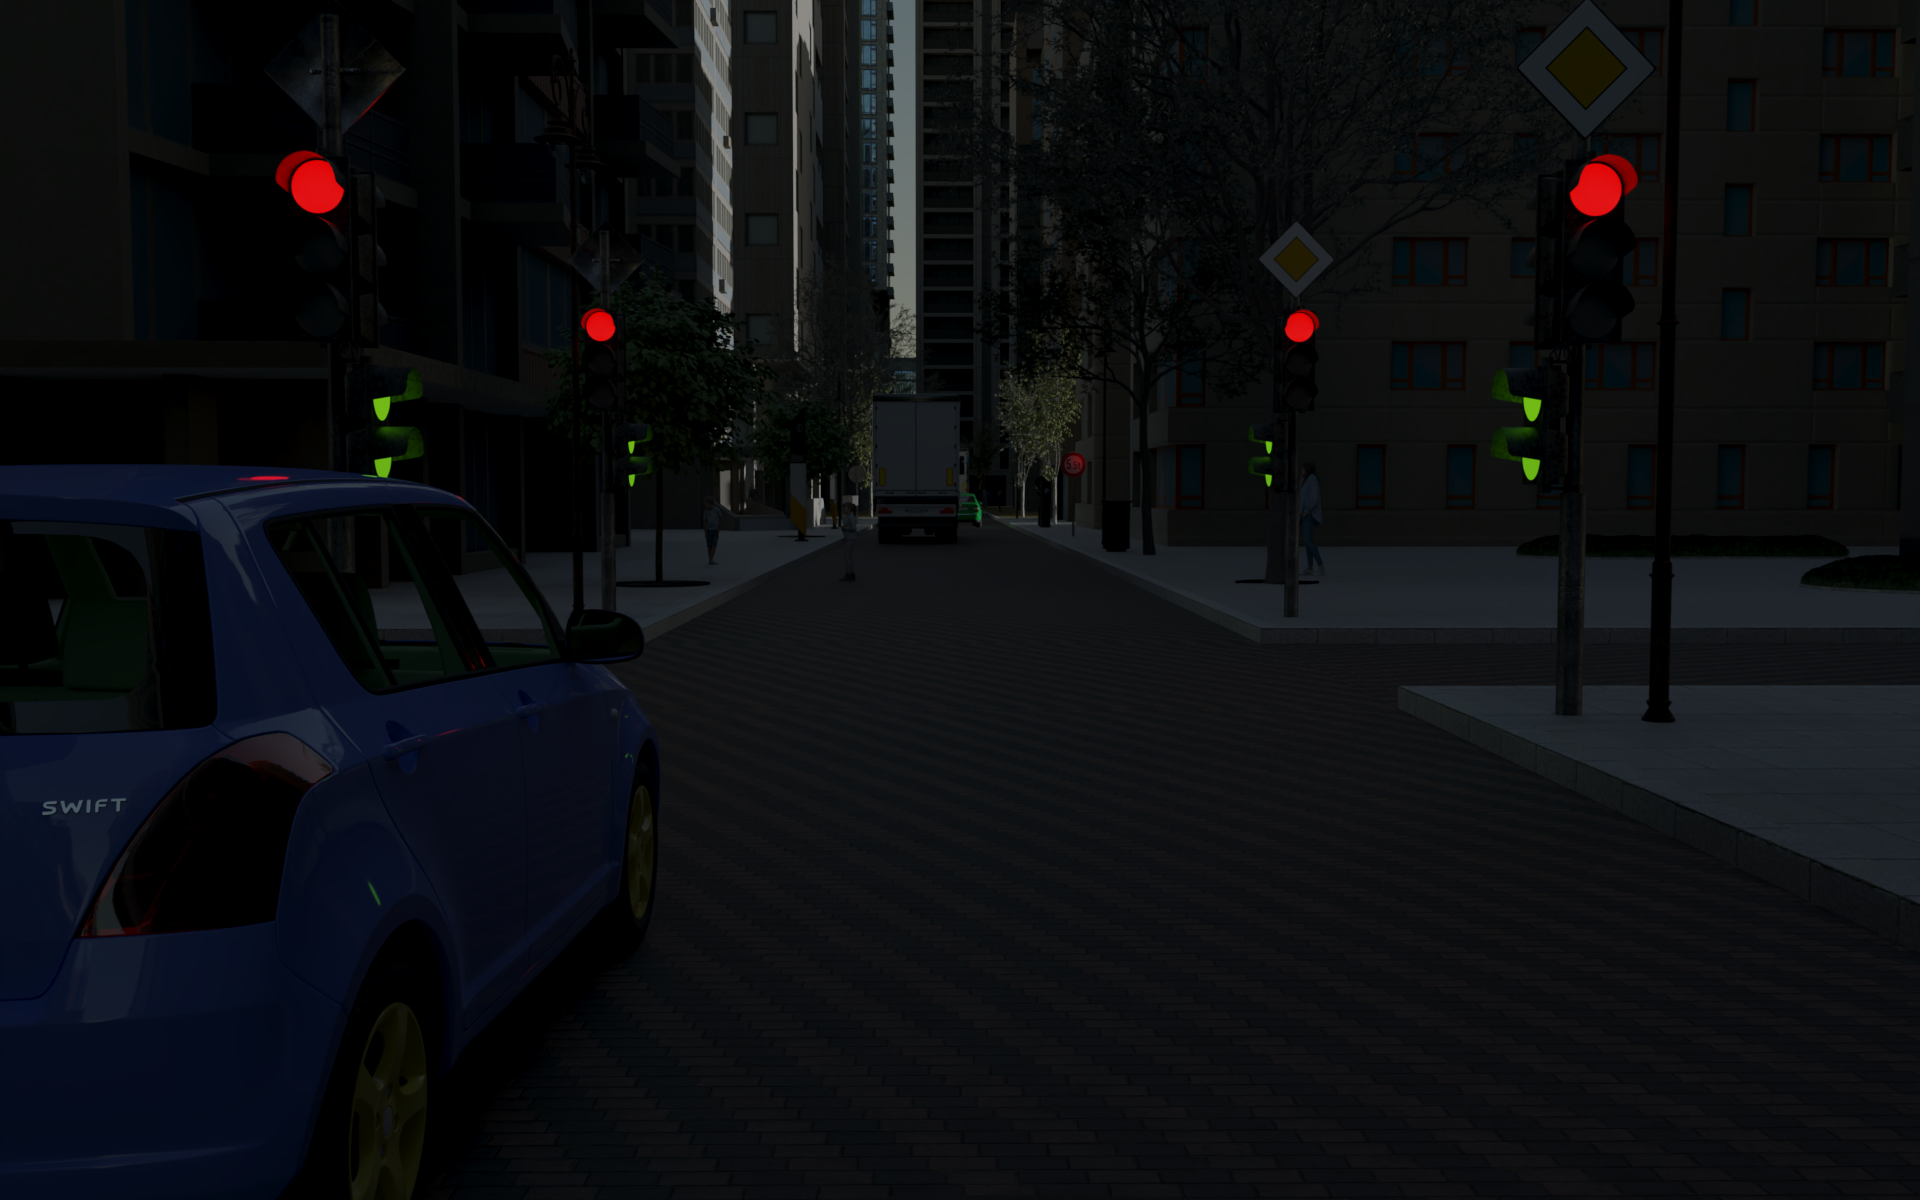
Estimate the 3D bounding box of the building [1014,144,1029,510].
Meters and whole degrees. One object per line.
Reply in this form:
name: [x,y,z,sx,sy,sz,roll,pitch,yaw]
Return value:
building: [11.541,-22.896,146.047,14.160,30.474,14.107,0,4,-1]

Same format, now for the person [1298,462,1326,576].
person: [5.535,-1.284,27.295,0.793,1.790,0.793,-2,4,-29]

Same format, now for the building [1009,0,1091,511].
building: [11.732,-31.169,159.724,14.600,45.320,14.200,0,4,-1]

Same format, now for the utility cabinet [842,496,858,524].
utility cabinet: [-4.743,-3.887,74.712,0.306,1.237,1.020,-2,4,-28]

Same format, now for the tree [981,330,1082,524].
tree: [3.846,-7.586,74.397,4.737,8.622,4.395,0,3,0]

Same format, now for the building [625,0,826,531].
building: [-21.863,-22.945,67.032,32.217,40.220,23.993,0,4,-1]

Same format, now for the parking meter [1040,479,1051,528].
parking meter: [3.277,-3.709,66.359,0.399,1.863,0.255,-2,4,-23]

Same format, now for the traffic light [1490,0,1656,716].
traffic light: [3.527,-1.288,9.975,0.839,4.253,0.868,0,4,-1]

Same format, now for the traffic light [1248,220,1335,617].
traffic light: [3.436,-1.776,17.959,0.839,4.253,0.868,0,4,-1]

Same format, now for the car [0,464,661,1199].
car: [-1.843,0.318,4.396,1.945,1.707,3.694,0,4,0]

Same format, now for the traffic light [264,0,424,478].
traffic light: [-3.534,-1.282,9.879,0.839,4.253,0.868,0,4,-1]

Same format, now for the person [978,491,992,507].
person: [2.409,-9.741,165.396,1.350,1.814,0.705,1,4,12]

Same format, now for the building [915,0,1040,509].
building: [5.594,-45.838,187.710,20.611,71.187,20.563,0,4,-1]

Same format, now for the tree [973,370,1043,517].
tree: [3.721,-8.956,96.801,4.360,8.622,3.978,0,3,0]

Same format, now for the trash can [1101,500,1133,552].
trash can: [3.485,-1.646,38.568,0.748,1.137,0.748,0,3,0]

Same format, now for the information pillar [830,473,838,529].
information pillar: [-4.647,-4.421,63.633,0.183,3.616,0.504,-2,4,-24]

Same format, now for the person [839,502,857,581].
person: [-1.845,-0.965,28.550,0.394,1.301,0.425,-2,4,-35]

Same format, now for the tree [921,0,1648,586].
tree: [4.522,-6.985,24.572,12.009,13.543,11.850,0,3,0]

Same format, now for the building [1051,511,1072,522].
building: [11.449,-26.617,85.303,14.600,45.320,14.200,0,4,-1]

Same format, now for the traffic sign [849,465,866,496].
traffic sign: [-4.567,-4.694,76.847,0.768,2.556,0.104,0,4,2]

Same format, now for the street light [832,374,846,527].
street light: [-4.660,-5.760,66.969,0.468,5.910,1.993,0,4,-1]

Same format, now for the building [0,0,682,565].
building: [-17.568,-23.116,32.573,22.147,44.769,28.867,0,4,-1]

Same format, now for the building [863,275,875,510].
building: [-22.453,-18.858,153.368,28.899,21.520,27.650,0,4,-1]

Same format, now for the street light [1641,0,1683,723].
street light: [3.950,-2.252,9.615,0.468,5.910,1.993,0,4,-1]

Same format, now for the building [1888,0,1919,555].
building: [30.105,-24.872,30.366,21.600,48.544,21.300,0,4,-1]

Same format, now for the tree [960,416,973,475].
tree: [2.068,-12.537,155.348,4.360,8.622,3.978,0,3,0]

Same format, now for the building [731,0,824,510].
building: [-22.582,-31.625,106.312,28.713,52.752,27.495,0,4,-1]

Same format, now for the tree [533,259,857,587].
tree: [-4.198,-2.481,24.275,4.285,4.588,4.351,0,3,0]

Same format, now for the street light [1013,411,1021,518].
street light: [3.028,-7.276,91.744,0.468,5.910,1.993,0,4,-1]

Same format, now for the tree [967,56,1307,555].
tree: [3.640,-6.222,36.138,7.601,10.594,8.767,0,4,-5]

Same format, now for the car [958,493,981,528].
car: [-0.029,-4.049,75.004,1.959,1.807,4.718,0,4,-2]

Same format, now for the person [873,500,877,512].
person: [-6.266,-7.331,126.726,0.721,1.723,1.217,1,4,20]

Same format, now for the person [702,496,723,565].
person: [-4.505,-1.274,31.564,0.332,1.250,0.352,2,4,32]

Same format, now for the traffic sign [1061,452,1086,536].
traffic sign: [3.434,-3.200,52.434,0.768,2.556,0.104,0,4,8]

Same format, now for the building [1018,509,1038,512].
building: [14.934,-42.127,127.035,20.563,71.187,20.611,0,4,-1]

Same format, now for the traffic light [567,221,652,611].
traffic light: [-3.624,-1.770,17.864,0.839,4.253,0.868,0,4,-1]

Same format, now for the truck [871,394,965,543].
truck: [-1.252,-3.981,54.008,2.839,4.237,11.283,0,4,0]

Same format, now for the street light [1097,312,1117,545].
street light: [3.653,-4.342,43.780,0.468,5.910,1.993,0,4,-1]

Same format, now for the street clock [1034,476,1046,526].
street clock: [3.243,-3.987,69.759,0.471,2.002,0.358,0,4,-7]

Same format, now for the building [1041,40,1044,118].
building: [12.015,-20.707,110.257,14.160,30.474,14.107,0,4,-1]

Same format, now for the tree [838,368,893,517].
tree: [-5.254,-9.000,97.516,4.737,8.622,4.395,0,3,0]

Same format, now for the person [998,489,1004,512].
person: [2.891,-7.059,122.926,0.415,1.643,0.593,-1,4,-13]

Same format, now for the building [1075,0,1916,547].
building: [18.719,-12.913,56.159,27.650,21.520,28.899,0,4,-1]

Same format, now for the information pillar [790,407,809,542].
information pillar: [-4.366,-3.396,46.884,0.504,3.616,0.183,2,4,31]

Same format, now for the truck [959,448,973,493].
truck: [-0.644,-7.427,110.342,2.839,4.237,11.283,0,4,1]

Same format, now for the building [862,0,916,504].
building: [-20.219,-53.522,187.758,31.000,86.520,22.319,0,4,-1]

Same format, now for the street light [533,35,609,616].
street light: [-4.024,-2.772,18.103,0.468,5.910,1.993,0,4,-1]

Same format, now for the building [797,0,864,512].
building: [-14.472,-27.151,127.508,14.154,41.232,14.086,0,4,-1]

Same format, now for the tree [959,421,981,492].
tree: [2.121,-13.461,170.451,4.737,8.622,4.395,0,3,0]

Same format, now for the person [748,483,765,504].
person: [-9.334,-4.585,81.226,1.509,1.804,0.699,-1,4,-11]

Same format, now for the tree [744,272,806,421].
tree: [-5.868,-10.812,87.150,12.009,13.543,11.850,0,3,0]
